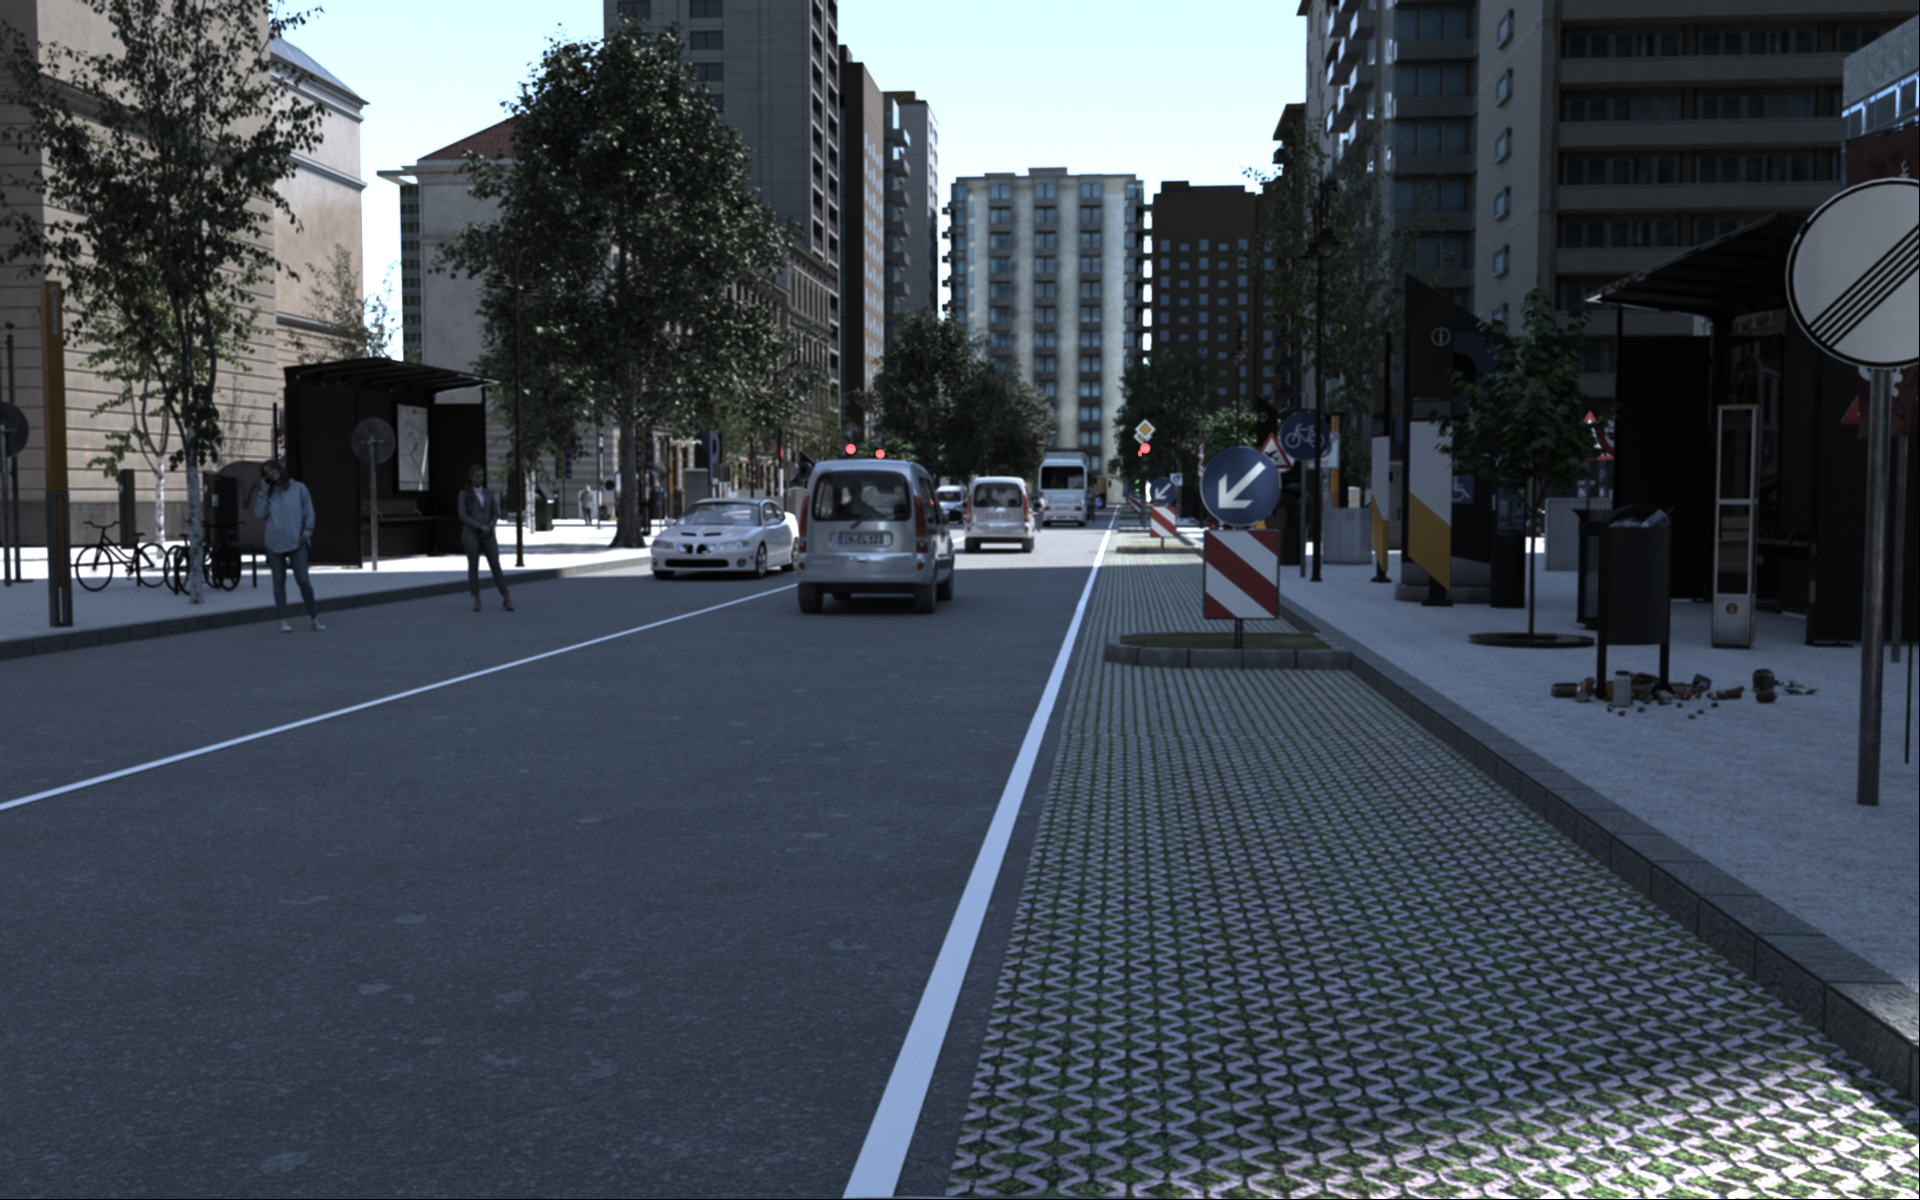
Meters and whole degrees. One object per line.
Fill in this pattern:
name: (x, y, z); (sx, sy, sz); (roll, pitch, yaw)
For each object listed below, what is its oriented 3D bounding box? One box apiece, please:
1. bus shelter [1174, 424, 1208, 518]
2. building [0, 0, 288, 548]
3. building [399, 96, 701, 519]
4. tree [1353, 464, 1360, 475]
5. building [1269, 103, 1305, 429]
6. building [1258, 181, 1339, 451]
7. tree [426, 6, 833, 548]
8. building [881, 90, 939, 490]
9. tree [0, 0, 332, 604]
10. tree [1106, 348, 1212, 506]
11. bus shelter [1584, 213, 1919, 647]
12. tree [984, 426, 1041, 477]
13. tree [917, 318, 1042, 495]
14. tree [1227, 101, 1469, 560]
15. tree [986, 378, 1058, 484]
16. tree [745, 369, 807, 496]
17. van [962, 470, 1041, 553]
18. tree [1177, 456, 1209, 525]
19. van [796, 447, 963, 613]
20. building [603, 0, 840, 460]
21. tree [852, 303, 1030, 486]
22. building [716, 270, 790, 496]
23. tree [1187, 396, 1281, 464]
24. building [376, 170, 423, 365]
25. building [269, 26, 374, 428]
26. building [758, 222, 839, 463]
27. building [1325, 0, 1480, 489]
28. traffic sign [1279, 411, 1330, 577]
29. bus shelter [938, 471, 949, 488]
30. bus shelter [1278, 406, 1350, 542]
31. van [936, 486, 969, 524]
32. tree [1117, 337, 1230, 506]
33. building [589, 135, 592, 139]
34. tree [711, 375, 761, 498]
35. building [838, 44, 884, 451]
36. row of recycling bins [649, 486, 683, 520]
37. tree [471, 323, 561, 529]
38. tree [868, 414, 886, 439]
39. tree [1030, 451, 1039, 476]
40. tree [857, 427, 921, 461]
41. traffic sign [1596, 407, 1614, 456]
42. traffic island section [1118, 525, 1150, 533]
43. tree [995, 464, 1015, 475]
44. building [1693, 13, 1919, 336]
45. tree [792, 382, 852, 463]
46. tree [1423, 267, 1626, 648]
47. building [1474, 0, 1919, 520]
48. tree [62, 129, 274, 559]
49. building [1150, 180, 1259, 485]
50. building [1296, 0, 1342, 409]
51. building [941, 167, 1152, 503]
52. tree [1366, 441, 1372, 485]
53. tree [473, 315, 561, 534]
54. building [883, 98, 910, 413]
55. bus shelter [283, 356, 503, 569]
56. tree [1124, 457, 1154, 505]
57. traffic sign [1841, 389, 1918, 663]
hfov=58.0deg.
bus shelter: (12.928, -7.215, 95.603); (2.179, 5.291, 8.768); (0, 4, 5)
building: (-33.222, -15.310, 47.575); (25.104, 27.353, 12.463); (0, 4, 5)
building: (-21.982, -16.084, 99.134); (11.583, 22.565, 21.152); (0, 4, 5)
tree: (21.201, -6.052, 93.558); (1.663, 3.219, 1.824); (0, 3, 0)
building: (45.948, -32.833, 191.437); (22.147, 44.769, 28.867); (0, 4, 5)
building: (49.287, -36.681, 249.843); (14.200, 45.320, 14.600); (0, 4, 5)
tree: (-7.955, -7.603, 41.314); (9.611, 12.733, 9.660); (0, 3, 0)
building: (-17.482, -43.730, 256.987); (28.212, 58.520, 21.231); (0, 4, 5)
tree: (-9.074, -4.247, 19.801); (4.360, 8.622, 3.978); (0, 3, 0)
tree: (15.873, -13.369, 135.588); (9.611, 12.733, 9.660); (0, 3, 0)
bus shelter: (7.969, -1.605, 17.520); (1.731, 3.624, 6.357); (0, 4, 5)
tree: (6.767, -16.395, 202.467); (7.601, 10.594, 8.767); (1, 4, 21)
tree: (0.484, -12.830, 120.132); (12.009, 13.543, 11.850); (0, 3, 0)
tree: (7.293, -5.064, 33.163); (4.737, 8.622, 4.395); (0, 3, 0)
tree: (6.253, -17.328, 189.966); (9.857, 13.997, 8.962); (0, 3, 0)
tree: (-11.112, -9.268, 101.899); (4.360, 8.622, 3.978); (0, 3, 0)
van: (1.024, -2.237, 43.594); (2.013, 2.044, 4.112); (0, 4, 4)
tree: (10.845, -5.072, 77.535); (1.663, 3.219, 1.824); (0, 3, 0)
van: (-1.013, -0.930, 22.212); (2.013, 2.044, 4.112); (0, 4, 4)
building: (-19.828, -44.126, 159.712); (20.563, 71.187, 20.611); (0, 4, 5)
tree: (-1.905, -11.428, 103.858); (9.611, 12.733, 9.660); (0, 3, 0)
building: (-18.740, -15.609, 119.829); (10.561, 19.102, 19.286); (0, 4, 5)
tree: (9.354, -4.560, 58.275); (4.285, 4.588, 4.351); (0, 3, 0)
building: (-49.035, -31.053, 199.600); (23.993, 40.220, 32.217); (0, 4, 5)
building: (-45.563, -19.061, 97.558); (20.117, 28.700, 13.634); (0, 4, 5)
building: (-16.783, -18.978, 139.175); (11.050, 23.489, 19.941); (0, 4, 5)
building: (37.469, -30.569, 119.416); (23.786, 49.044, 30.456); (0, 4, 5)
traffic sign: (5.281, -1.620, 26.601); (0.768, 2.556, 0.104); (0, 4, 6)
bus shelter: (-0.717, -8.612, 134.736); (2.014, 3.302, 5.546); (0, 4, 5)
bus shelter: (9.924, -3.557, 49.443); (1.731, 3.624, 6.357); (0, 4, 5)
van: (-0.491, -4.731, 84.366); (2.013, 2.044, 4.112); (0, 4, 7)
tree: (14.273, -11.643, 116.112); (9.928, 11.665, 9.643); (0, 3, 0)
building: (-45.492, -43.943, 260.462); (28.212, 58.520, 21.231); (0, 4, 5)
tree: (-13.073, -8.979, 97.170); (4.737, 8.622, 4.395); (0, 3, 0)
building: (-15.621, -32.260, 177.558); (14.600, 45.320, 14.200); (0, 4, 5)
row of recycling bins: (-14.677, -4.848, 86.380); (3.534, 1.692, 1.069); (-2, 4, -26)
tree: (-15.820, -6.958, 64.131); (4.360, 8.622, 3.978); (0, 3, 0)
tree: (-5.691, -11.899, 144.902); (4.360, 8.622, 3.978); (0, 3, 0)
tree: (1.992, -14.153, 148.404); (9.611, 12.733, 9.660); (0, 3, 0)
tree: (-3.616, -6.203, 85.126); (4.285, 4.588, 4.351); (0, 3, 0)
traffic sign: (9.463, -1.508, 24.769); (0.768, 2.556, 0.104); (0, 4, 7)
traffic island section: (6.927, -2.599, 64.772); (2.009, 0.180, 2.903); (0, 4, 5)
tree: (4.434, -13.536, 171.680); (4.737, 8.622, 4.395); (0, 3, 0)
building: (30.575, -43.913, 30.652); (22.319, 86.520, 31.000); (0, 4, 5)
tree: (-8.913, -9.999, 113.841); (4.737, 8.622, 4.395); (0, 3, 0)
tree: (5.035, -1.240, 14.868); (1.663, 3.219, 1.824); (0, 3, 0)
building: (39.384, -28.685, 92.699); (21.600, 48.544, 21.300); (0, 4, 5)
tree: (-15.834, -5.132, 34.267); (4.737, 8.622, 4.395); (0, 3, 0)
building: (34.720, -36.667, 249.620); (14.200, 45.320, 14.600); (0, 4, 5)
building: (47.089, -35.039, 162.119); (28.713, 52.752, 27.495); (0, 4, 5)
building: (12.914, -38.931, 256.125); (30.456, 49.044, 23.786); (0, 4, 5)
tree: (21.629, -6.260, 86.065); (4.285, 4.588, 4.351); (0, 3, 0)
tree: (-13.663, -6.421, 55.353); (4.737, 8.622, 4.395); (0, 3, 0)
building: (-21.488, -35.528, 200.484); (30.456, 49.044, 23.786); (0, 4, 5)
bus shelter: (-10.517, -2.534, 32.716); (1.731, 3.624, 6.357); (0, 4, 5)
tree: (23.085, -16.852, 209.937); (7.601, 10.594, 8.767); (0, 4, -3)
traffic sign: (7.130, -0.803, 13.125); (0.884, 2.594, 0.081); (1, 4, 12)
